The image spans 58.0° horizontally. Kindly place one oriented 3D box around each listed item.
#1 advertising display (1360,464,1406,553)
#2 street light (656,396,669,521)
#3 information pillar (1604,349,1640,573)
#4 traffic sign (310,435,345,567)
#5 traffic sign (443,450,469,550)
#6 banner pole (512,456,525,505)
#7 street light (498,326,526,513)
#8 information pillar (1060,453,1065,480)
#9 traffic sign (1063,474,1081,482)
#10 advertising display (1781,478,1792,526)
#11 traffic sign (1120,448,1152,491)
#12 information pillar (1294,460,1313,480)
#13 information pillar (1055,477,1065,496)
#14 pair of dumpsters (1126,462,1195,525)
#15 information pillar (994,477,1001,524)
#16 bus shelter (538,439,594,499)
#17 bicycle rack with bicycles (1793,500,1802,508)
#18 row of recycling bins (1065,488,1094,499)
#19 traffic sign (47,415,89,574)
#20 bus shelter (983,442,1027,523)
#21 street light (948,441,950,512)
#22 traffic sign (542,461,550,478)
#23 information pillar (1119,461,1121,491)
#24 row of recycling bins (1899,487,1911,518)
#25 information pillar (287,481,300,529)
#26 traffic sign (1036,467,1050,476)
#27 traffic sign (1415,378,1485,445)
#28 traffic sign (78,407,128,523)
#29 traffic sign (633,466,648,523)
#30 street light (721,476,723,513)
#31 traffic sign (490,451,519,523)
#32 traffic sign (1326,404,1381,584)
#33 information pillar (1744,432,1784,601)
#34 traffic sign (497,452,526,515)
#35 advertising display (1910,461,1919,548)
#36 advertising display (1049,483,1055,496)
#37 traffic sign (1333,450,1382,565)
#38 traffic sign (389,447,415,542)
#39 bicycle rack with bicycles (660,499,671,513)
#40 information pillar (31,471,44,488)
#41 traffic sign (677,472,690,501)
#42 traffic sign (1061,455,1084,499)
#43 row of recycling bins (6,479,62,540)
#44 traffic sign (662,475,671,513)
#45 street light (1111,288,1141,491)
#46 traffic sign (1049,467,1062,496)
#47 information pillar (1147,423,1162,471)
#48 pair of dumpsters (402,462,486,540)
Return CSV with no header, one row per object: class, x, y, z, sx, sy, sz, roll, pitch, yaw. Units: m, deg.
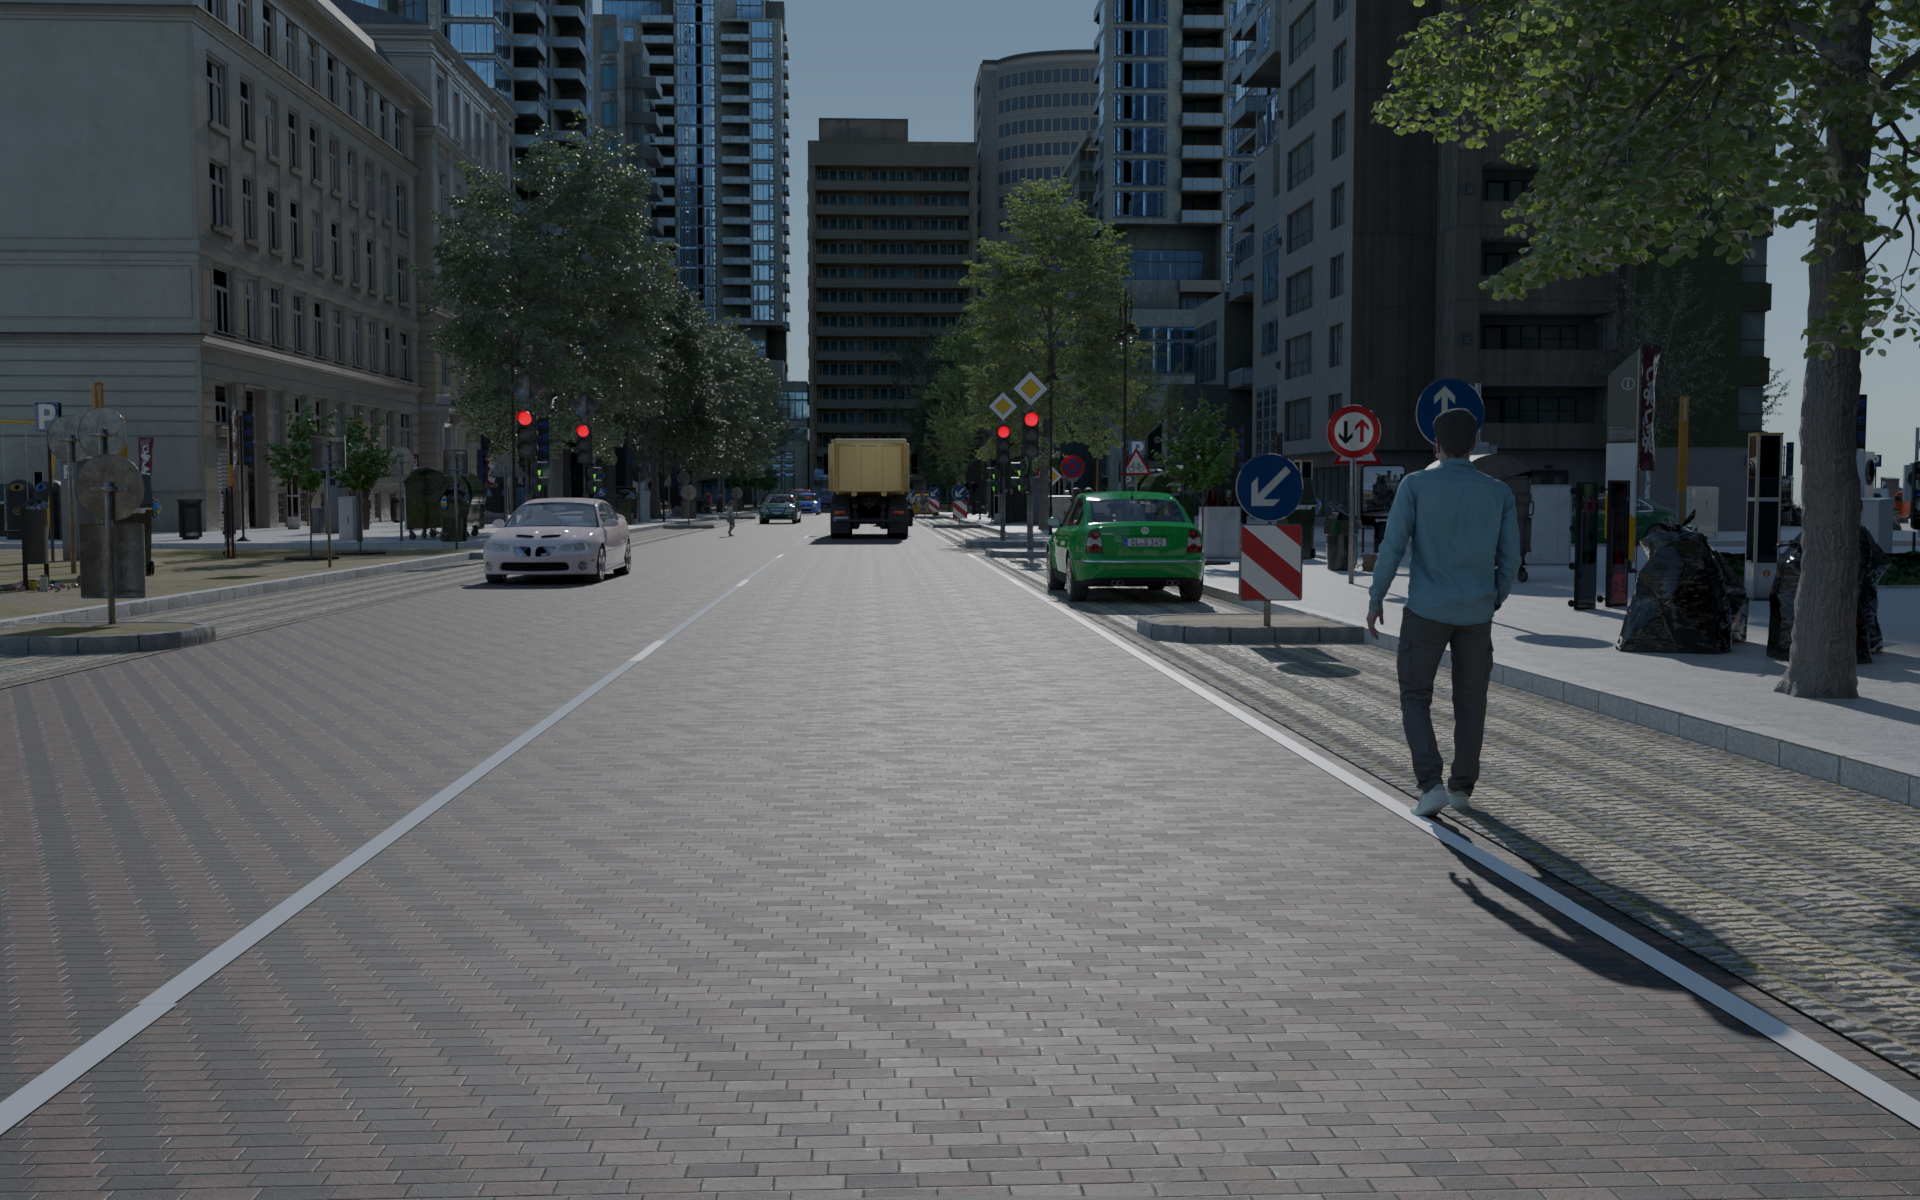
advertising display,9.215,-1.991,37.765,0.974,1.923,0.123,0,4,-1
street light,-13.995,-6.658,81.648,0.468,5.910,1.993,0,4,-3
information pillar,10.795,-2.255,28.217,0.504,3.616,0.183,3,4,38
traffic sign,-11.025,-1.719,30.240,0.606,2.300,0.079,0,4,1
traffic sign,-11.637,-2.315,39.987,0.606,2.300,0.079,0,4,6
banner pole,-21.580,-5.772,84.391,0.863,3.779,0.401,-2,4,-32
street light,-12.320,-4.586,47.761,0.468,5.910,1.993,0,4,-3
information pillar,5.897,-6.626,99.685,0.183,3.616,0.504,2,4,34
traffic sign,4.611,-4.344,71.131,0.768,2.556,0.104,0,4,3
advertising display,32.496,-3.888,68.779,0.974,1.923,0.123,3,5,42
traffic sign,4.961,-2.986,48.830,0.884,2.594,0.081,0,4,6
information pillar,7.409,-2.015,37.430,0.304,2.012,0.304,-1,4,-19
information pillar,5.197,-5.165,88.940,0.304,2.012,0.304,1,4,22
pair of dumpsters,6.108,-3.046,52.290,1.574,2.255,4.437,0,4,-3
information pillar,1.643,-4.217,73.437,0.304,2.012,0.304,-3,5,-44
bus shelter,-16.906,-5.136,75.258,1.731,3.624,6.357,0,4,-3
bicycle rack with bicycles,54.771,-6.026,111.906,2.925,0.926,2.852,-3,5,-39
row of recycling bins,7.337,-6.681,116.350,3.534,1.692,1.069,1,4,21
traffic sign,-14.271,-1.694,27.810,0.768,2.556,0.104,0,4,1
bus shelter,2.120,-5.349,78.740,1.731,3.624,6.357,0,4,-3
street light,-0.768,-9.158,122.516,0.468,5.910,1.993,0,4,-3
traffic sign,-15.777,-4.088,66.950,0.768,2.556,0.104,0,4,6
information pillar,11.331,-8.049,122.961,0.183,3.616,0.504,0,4,-2
row of recycling bins,50.201,-5.215,92.374,3.534,1.692,1.069,-2,4,-29
information pillar,-24.214,-3.571,62.877,0.304,2.012,0.304,2,4,34
traffic sign,3.810,-4.760,77.939,0.768,2.556,0.104,0,4,5
traffic sign,5.385,-1.164,19.135,0.768,2.556,0.104,0,4,-3
traffic sign,-12.562,-1.546,25.391,0.768,2.556,0.104,0,4,5
traffic sign,-14.343,-4.730,77.439,0.768,2.556,0.104,0,4,1
street light,-15.920,-8.730,115.522,0.468,5.910,1.993,0,4,-3
traffic sign,-13.596,-3.163,51.721,0.884,2.594,0.081,0,4,0
traffic sign,5.602,-1.506,24.726,0.768,2.556,0.104,0,4,4
information pillar,9.661,-0.999,20.823,0.304,2.012,0.304,0,4,4
traffic sign,-13.813,-3.261,53.316,0.884,2.594,0.081,0,4,-2
advertising display,18.979,-1.735,33.588,0.974,1.923,0.123,1,4,8
advertising display,4.088,-4.538,79.404,0.123,1.923,0.974,-2,4,-26
traffic sign,7.164,-1.913,31.285,0.884,2.594,0.081,0,4,1
traffic sign,-15.094,-2.852,46.736,0.768,2.556,0.104,0,4,3
bicycle rack with bicycles,-20.247,-6.461,119.018,2.852,0.926,2.925,3,5,42
information pillar,-28.989,-3.057,54.474,0.304,2.012,0.304,-3,4,-37
traffic sign,-15.534,-5.946,97.327,0.768,2.556,0.104,0,4,6
traffic sign,3.675,-3.455,56.592,0.768,2.556,0.104,0,4,5
row of recycling bins,-25.239,-2.542,48.668,3.534,1.692,1.069,1,4,15
traffic sign,-19.225,-7.001,114.465,0.884,2.594,0.081,0,4,-2
street light,3.721,-4.054,39.074,0.468,5.910,1.993,0,4,-3
traffic sign,3.923,-4.416,73.389,0.795,2.450,0.064,0,4,2
information pillar,6.422,-4.021,57.098,0.504,3.616,0.183,0,4,-5
pair of dumpsters,-14.972,-2.921,50.254,1.574,2.255,4.437,0,4,-3
